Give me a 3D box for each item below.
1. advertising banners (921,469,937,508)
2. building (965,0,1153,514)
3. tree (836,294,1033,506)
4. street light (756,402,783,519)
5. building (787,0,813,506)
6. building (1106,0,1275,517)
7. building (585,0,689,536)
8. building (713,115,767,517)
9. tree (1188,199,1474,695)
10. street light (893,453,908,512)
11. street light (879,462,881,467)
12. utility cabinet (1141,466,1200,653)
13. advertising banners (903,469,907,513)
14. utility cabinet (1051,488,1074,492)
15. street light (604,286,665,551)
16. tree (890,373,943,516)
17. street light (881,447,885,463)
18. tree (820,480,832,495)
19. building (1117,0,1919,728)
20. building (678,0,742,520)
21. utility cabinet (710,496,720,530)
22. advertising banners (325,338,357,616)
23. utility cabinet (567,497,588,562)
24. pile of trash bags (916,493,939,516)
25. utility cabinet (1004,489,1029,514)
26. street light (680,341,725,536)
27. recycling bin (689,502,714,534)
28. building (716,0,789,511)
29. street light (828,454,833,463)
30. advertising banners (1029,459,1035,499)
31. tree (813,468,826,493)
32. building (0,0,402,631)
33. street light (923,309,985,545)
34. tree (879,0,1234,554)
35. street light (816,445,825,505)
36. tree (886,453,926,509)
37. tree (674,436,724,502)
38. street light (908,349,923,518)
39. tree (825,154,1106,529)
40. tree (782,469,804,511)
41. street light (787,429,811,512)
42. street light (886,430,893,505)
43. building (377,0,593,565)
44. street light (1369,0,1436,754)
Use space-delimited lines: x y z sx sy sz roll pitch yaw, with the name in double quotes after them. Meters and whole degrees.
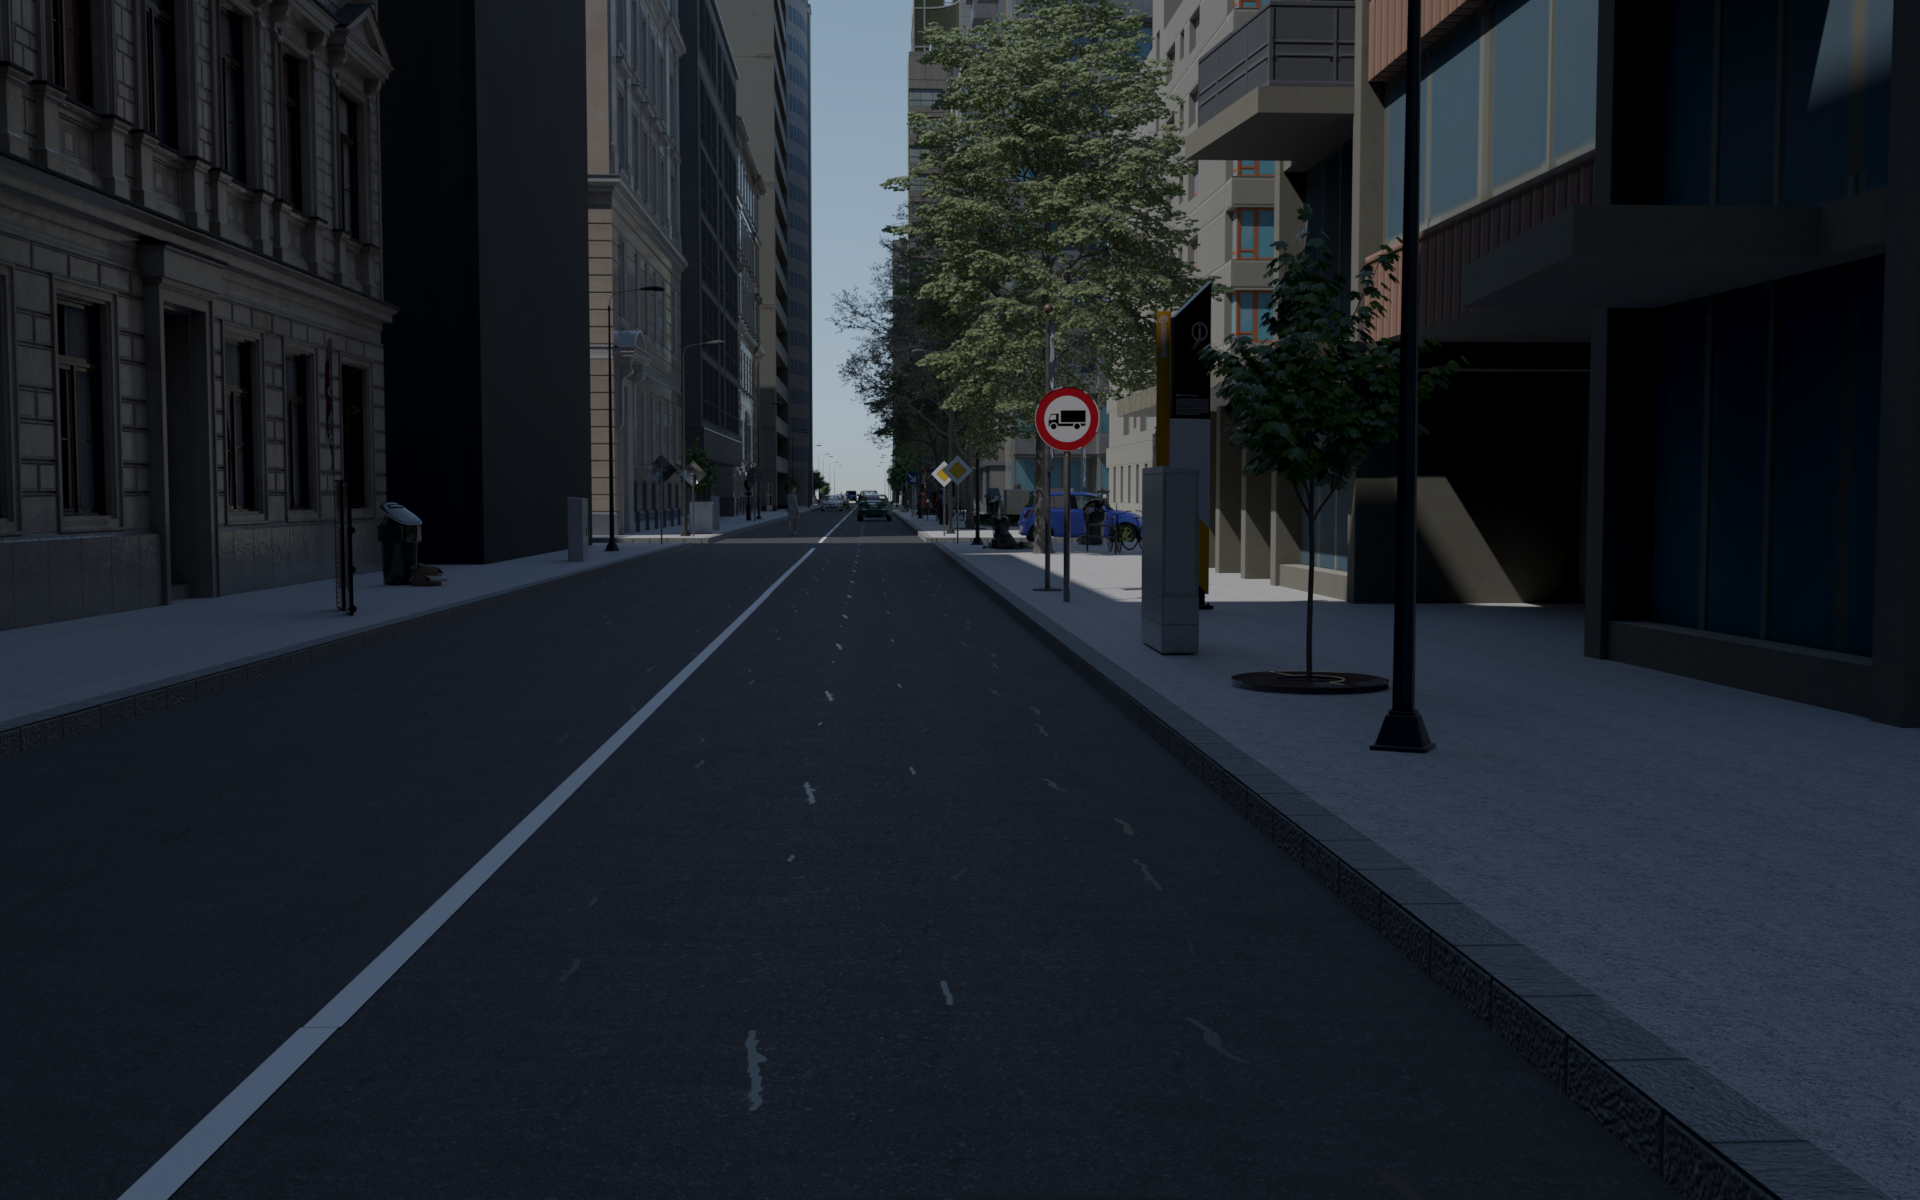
-1.805 -7.647 121.209 2.074 3.025 0.090 -2 4 -25 "advertising banners"
11.853 -30.139 112.374 23.786 49.044 30.456 0 4 -3 "building"
-0.857 -8.609 75.161 8.767 10.594 7.601 -1 4 -19 "tree"
-9.643 -7.036 87.574 1.470 5.913 1.316 0 4 -3 "street light"
-26.824 -39.341 185.218 21.231 58.520 28.212 0 4 -3 "building"
21.951 -13.576 67.001 28.899 21.520 27.650 0 4 -3 "building"
-17.256 -16.875 61.817 13.634 28.700 20.117 0 4 -3 "building"
-19.083 -19.093 109.435 12.463 27.353 25.104 0 4 -3 "building"
2.261 -1.039 11.591 1.663 3.219 1.824 0 3 0 "tree"
-2.628 -7.248 91.047 1.470 5.913 1.316 0 4 -3 "street light"
-8.508 -14.149 203.868 1.470 5.913 1.316 0 4 -3 "street light"
1.737 -0.343 14.287 0.318 1.500 1.173 0 4 -2 "utility cabinet"
-3.801 -7.598 120.414 0.090 3.025 2.074 0 4 4 "advertising banners"
3.786 -3.535 66.482 1.173 1.500 0.318 0 4 4 "utility cabinet"
-7.271 -4.048 38.734 1.470 5.913 1.316 0 4 -3 "street light"
-2.605 -9.255 101.674 4.737 8.622 4.395 0 3 0 "tree"
-6.703 -12.015 168.991 1.470 5.913 1.316 0 4 -3 "street light"
-18.033 -14.597 233.263 1.663 3.219 1.824 0 3 0 "tree"
14.332 -22.158 16.916 22.147 44.769 28.867 0 4 -3 "building"
-18.618 -17.757 83.829 14.314 27.812 24.014 0 4 -3 "building"
-8.730 -3.092 61.716 0.306 1.237 1.020 -1 4 -11 "utility cabinet"
-6.806 -1.395 18.991 0.090 3.025 2.074 -2 4 -25 "advertising banners"
-7.332 -1.352 33.275 0.306 1.237 1.020 0 4 -6 "utility cabinet"
-1.841 -5.819 104.899 1.912 1.369 3.447 1 4 17 "pile of trash bags"
2.577 -4.302 79.014 1.173 1.500 0.318 -2 4 -29 "utility cabinet"
-7.800 -4.890 52.493 1.470 5.913 1.316 0 4 -3 "street light"
-8.338 -2.649 55.860 0.722 1.027 0.722 0 4 -4 "recycling bin"
-24.753 -31.364 136.502 21.300 48.544 21.600 0 4 -3 "building"
-15.622 -13.811 198.342 1.470 5.913 1.316 0 4 -3 "street light"
3.597 -5.477 85.732 0.090 3.025 2.074 0 4 -7 "advertising banners"
-17.412 -13.464 203.855 4.285 4.588 4.351 0 3 0 "tree"
-13.899 -9.496 19.885 10.561 19.102 19.286 0 4 -3 "building"
-0.097 -4.338 43.473 1.470 5.913 1.316 0 4 -3 "street light"
2.000 -7.259 36.805 7.486 12.596 7.792 0 3 0 "tree"
-13.750 -11.675 163.433 1.470 5.913 1.316 0 4 -3 "street light"
-3.951 -8.954 130.119 4.285 4.588 4.351 0 3 0 "tree"
-8.682 -3.878 58.001 1.663 3.219 1.824 0 3 0 "tree"
-0.840 -5.086 55.699 1.470 5.913 1.316 0 4 -3 "street light"
0.231 -9.343 63.121 12.009 13.543 11.850 0 3 0 "tree"
-12.679 -8.391 131.789 1.663 3.219 1.824 0 3 0 "tree"
-11.890 -9.544 128.587 1.470 5.913 1.316 0 4 -3 "street light"
-4.442 -9.416 126.493 1.470 5.913 1.316 0 4 -3 "street light"
-16.835 -12.643 36.388 15.834 23.373 12.332 0 4 -3 "building"
1.693 -2.201 8.535 1.470 5.913 1.316 0 4 -3 "street light"
